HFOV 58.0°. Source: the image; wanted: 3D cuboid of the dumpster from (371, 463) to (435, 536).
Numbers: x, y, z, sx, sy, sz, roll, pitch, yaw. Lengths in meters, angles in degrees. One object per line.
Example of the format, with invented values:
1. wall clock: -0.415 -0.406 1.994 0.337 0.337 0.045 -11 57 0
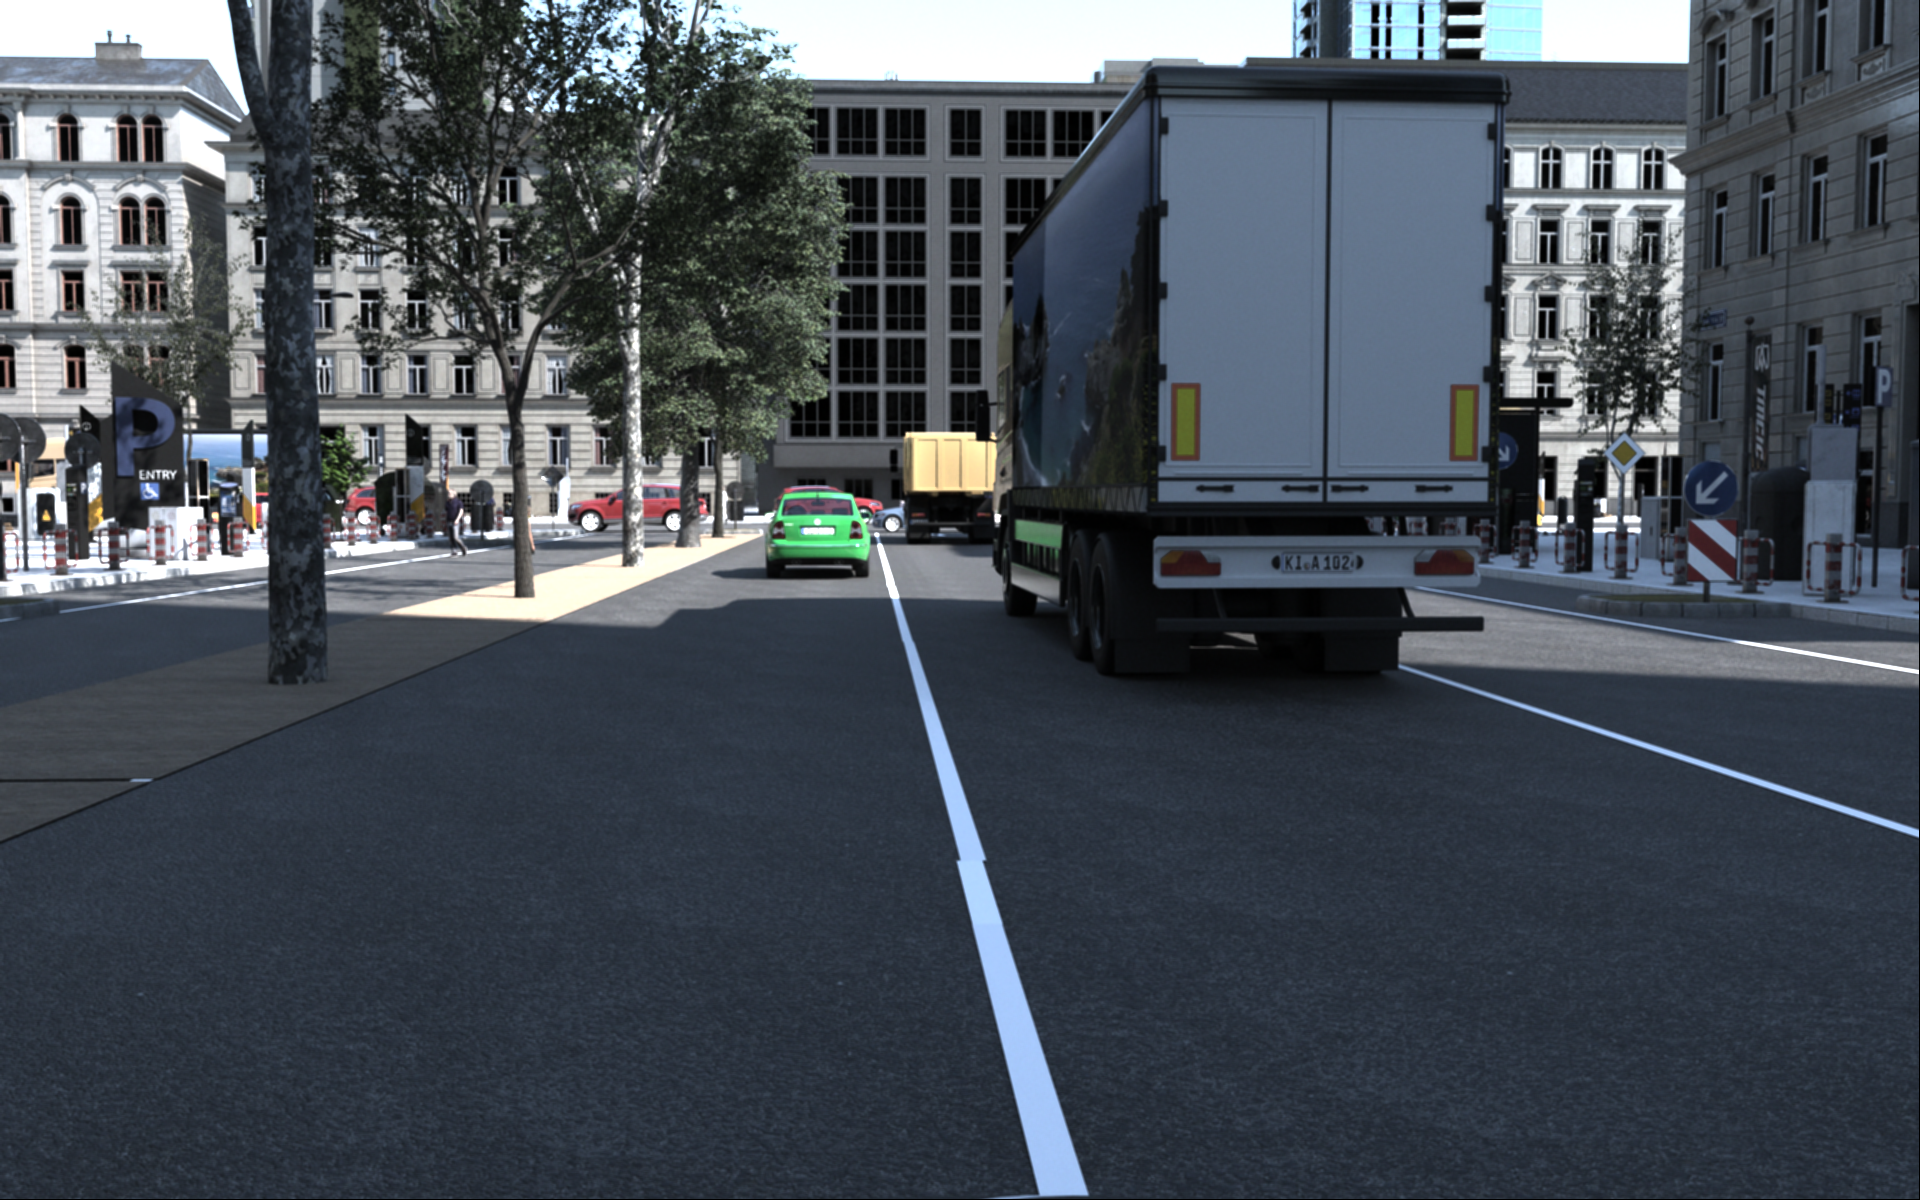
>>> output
1. dumpster: -17.326 -3.142 53.871 1.502 2.255 1.985 0 4 -3

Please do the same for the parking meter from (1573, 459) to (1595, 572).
1. parking meter: 10.346 -1.404 28.666 0.255 1.863 0.399 1 4 18

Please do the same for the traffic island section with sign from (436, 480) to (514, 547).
1. traffic island section with sign: -13.311 -2.408 48.005 1.989 1.847 2.006 0 4 -3

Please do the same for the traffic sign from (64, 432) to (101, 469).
1. traffic sign: -18.069 -2.176 35.682 0.768 2.556 0.104 0 4 2

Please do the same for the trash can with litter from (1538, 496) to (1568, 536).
1. trash can with litter: 18.503 -2.627 54.006 2.233 1.210 1.678 -3 5 -44

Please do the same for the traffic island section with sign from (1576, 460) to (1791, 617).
1. traffic island section with sign: 8.669 -0.763 21.107 1.989 1.847 2.006 0 4 -3

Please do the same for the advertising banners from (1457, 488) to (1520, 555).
1. advertising banners: 10.885 -2.458 36.376 2.074 3.025 0.090 -1 4 -21

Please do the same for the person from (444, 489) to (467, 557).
1. person: -11.453 -1.758 39.452 0.471 1.553 0.569 -2 4 -30

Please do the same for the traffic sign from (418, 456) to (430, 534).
1. traffic sign: -17.504 -3.416 55.956 0.768 2.556 0.104 0 4 1

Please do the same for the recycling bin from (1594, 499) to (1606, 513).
1. recycling bin: 35.943 -5.203 97.621 0.722 1.027 0.722 3 5 42

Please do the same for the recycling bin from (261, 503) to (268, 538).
1. recycling bin: -20.180 -2.353 51.024 0.722 1.027 0.722 -1 4 -21

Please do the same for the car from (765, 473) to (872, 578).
1. car: -2.551 -1.366 31.134 1.959 1.807 4.718 0 4 -4

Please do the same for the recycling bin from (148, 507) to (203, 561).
1. recycling bin: -15.137 -1.279 33.468 0.722 1.027 0.722 1 4 14

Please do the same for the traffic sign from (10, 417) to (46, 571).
1. traffic sign: -15.518 -1.749 28.701 0.768 2.556 0.104 0 4 1

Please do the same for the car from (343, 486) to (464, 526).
1. car: -25.641 -4.356 79.897 5.304 1.827 2.281 0 4 -4

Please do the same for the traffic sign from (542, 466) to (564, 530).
1. traffic sign: -14.325 -3.506 60.959 0.795 2.450 0.064 0 4 -3

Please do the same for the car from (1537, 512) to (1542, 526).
1. car: 20.913 -3.553 68.315 3.980 1.641 2.015 0 4 -5

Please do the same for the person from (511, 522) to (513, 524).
1. person: -21.548 -4.347 83.847 0.394 1.301 0.425 2 4 24

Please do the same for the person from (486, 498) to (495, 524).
1. person: -22.206 -4.332 82.021 0.574 1.496 0.600 1 4 10

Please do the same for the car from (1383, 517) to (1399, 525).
1. car: 20.912 -3.908 75.694 4.920 1.459 2.131 0 4 -3

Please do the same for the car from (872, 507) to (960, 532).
1. car: -1.097 -3.280 65.635 4.499 1.417 2.014 0 4 -4

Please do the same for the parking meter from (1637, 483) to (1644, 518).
1. parking meter: 37.057 -5.418 94.299 0.255 1.863 0.399 3 4 37

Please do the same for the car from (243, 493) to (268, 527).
1. car: -28.890 -3.934 73.361 4.494 1.783 2.155 0 4 -2

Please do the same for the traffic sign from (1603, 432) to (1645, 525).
1. traffic sign: 12.310 -1.896 32.179 0.795 2.450 0.064 0 4 -1

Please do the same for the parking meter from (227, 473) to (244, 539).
1. parking meter: -19.785 -2.543 47.283 0.399 1.863 0.255 2 4 33

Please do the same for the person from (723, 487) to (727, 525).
1. person: -10.979 -4.370 79.834 0.514 1.842 0.818 -2 4 -26

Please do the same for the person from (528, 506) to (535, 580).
1. person: -7.225 -0.955 28.777 0.373 1.253 0.362 -3 5 -45

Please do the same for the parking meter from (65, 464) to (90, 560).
1. parking meter: -17.175 -1.712 33.702 0.255 1.863 0.399 0 4 2

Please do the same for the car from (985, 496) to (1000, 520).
1. car: 1.619 -4.369 84.012 3.894 1.354 1.945 0 4 -4

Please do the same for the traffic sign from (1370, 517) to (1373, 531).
1. traffic sign: 11.231 -2.880 47.186 0.768 2.556 0.104 0 4 -2

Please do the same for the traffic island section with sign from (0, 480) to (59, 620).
1. traffic island section with sign: -11.788 -0.711 20.250 1.989 1.847 2.006 0 4 -3

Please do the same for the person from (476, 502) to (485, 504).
1. person: -21.987 -4.299 79.519 0.841 1.734 0.376 2 4 30

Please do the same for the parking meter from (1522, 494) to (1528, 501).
1. parking meter: 31.928 -5.480 98.006 0.372 1.533 0.369 0 3 0

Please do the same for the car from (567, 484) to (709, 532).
1. car: -12.278 -3.510 66.061 5.304 1.827 2.281 0 4 -3

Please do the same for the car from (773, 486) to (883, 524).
1. car: -6.289 -4.538 82.877 5.304 1.827 2.281 0 4 -4

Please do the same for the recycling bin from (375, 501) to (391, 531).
1. recycling bin: -19.864 -2.911 60.155 0.722 1.027 0.722 -2 4 -32

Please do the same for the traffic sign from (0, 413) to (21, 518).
1. traffic sign: -15.086 -1.654 27.146 0.768 2.556 0.104 0 4 2

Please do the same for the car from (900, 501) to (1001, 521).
1. car: -0.468 -4.230 81.521 4.827 1.381 2.083 0 4 -2

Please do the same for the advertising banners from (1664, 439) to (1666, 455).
1. advertising banners: 22.024 -3.539 54.057 0.090 3.025 2.074 1 4 20

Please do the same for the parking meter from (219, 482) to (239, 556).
1. parking meter: -15.244 -1.697 36.154 0.372 1.533 0.369 0 3 0

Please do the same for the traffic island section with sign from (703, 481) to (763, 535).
1. traffic island section with sign: -8.045 -3.270 61.598 2.006 1.907 1.989 0 4 -3

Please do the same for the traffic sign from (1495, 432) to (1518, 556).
1. traffic sign: 11.058 -2.173 35.627 0.768 2.556 0.104 0 3 0

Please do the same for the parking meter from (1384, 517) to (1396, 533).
1. parking meter: 14.289 -3.171 57.555 0.255 1.863 0.399 3 5 44

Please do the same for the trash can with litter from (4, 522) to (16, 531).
1. trash can with litter: -33.039 -2.939 59.434 0.624 1.170 1.055 3 5 44

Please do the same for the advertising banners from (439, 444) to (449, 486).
1. advertising banners: -18.577 -3.954 60.831 2.074 3.025 0.090 3 4 37
